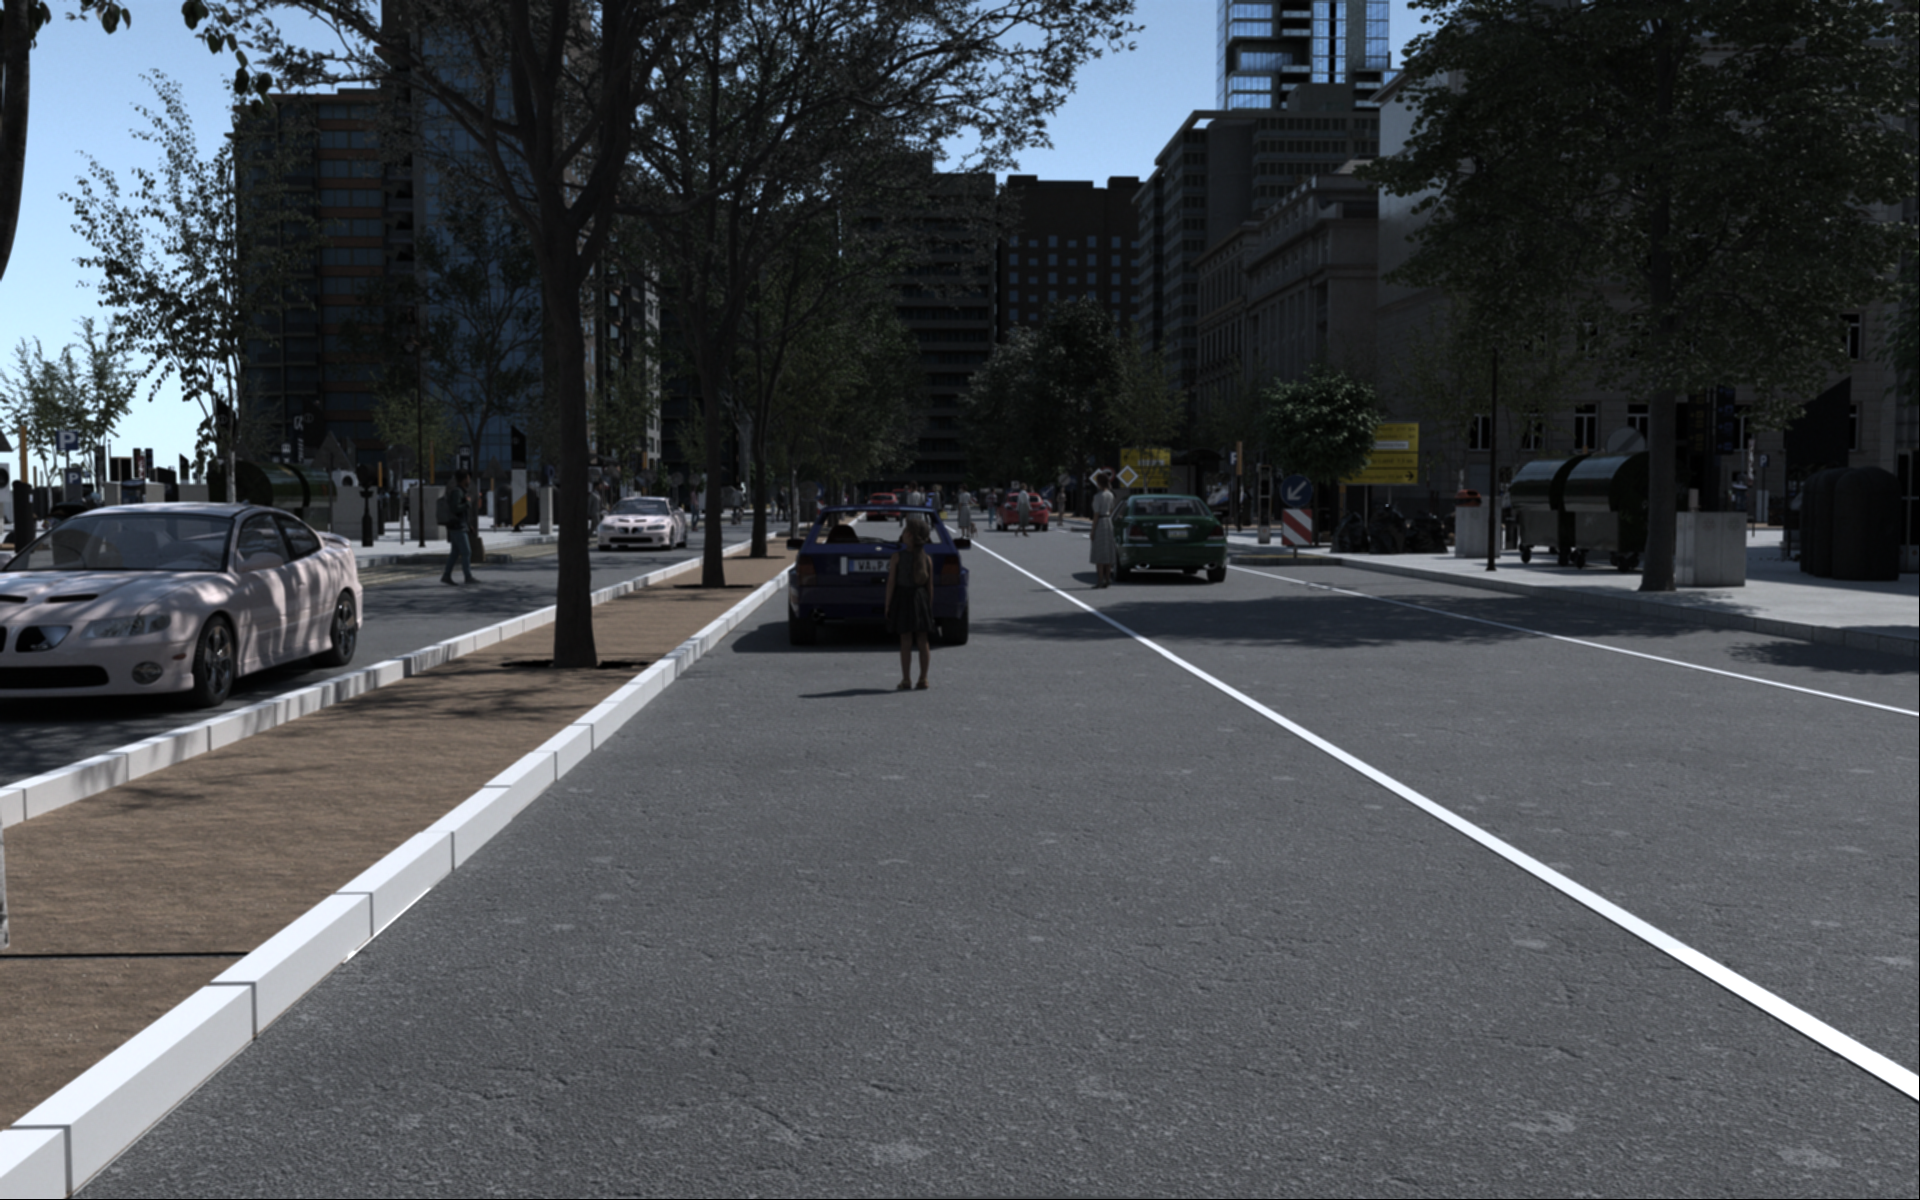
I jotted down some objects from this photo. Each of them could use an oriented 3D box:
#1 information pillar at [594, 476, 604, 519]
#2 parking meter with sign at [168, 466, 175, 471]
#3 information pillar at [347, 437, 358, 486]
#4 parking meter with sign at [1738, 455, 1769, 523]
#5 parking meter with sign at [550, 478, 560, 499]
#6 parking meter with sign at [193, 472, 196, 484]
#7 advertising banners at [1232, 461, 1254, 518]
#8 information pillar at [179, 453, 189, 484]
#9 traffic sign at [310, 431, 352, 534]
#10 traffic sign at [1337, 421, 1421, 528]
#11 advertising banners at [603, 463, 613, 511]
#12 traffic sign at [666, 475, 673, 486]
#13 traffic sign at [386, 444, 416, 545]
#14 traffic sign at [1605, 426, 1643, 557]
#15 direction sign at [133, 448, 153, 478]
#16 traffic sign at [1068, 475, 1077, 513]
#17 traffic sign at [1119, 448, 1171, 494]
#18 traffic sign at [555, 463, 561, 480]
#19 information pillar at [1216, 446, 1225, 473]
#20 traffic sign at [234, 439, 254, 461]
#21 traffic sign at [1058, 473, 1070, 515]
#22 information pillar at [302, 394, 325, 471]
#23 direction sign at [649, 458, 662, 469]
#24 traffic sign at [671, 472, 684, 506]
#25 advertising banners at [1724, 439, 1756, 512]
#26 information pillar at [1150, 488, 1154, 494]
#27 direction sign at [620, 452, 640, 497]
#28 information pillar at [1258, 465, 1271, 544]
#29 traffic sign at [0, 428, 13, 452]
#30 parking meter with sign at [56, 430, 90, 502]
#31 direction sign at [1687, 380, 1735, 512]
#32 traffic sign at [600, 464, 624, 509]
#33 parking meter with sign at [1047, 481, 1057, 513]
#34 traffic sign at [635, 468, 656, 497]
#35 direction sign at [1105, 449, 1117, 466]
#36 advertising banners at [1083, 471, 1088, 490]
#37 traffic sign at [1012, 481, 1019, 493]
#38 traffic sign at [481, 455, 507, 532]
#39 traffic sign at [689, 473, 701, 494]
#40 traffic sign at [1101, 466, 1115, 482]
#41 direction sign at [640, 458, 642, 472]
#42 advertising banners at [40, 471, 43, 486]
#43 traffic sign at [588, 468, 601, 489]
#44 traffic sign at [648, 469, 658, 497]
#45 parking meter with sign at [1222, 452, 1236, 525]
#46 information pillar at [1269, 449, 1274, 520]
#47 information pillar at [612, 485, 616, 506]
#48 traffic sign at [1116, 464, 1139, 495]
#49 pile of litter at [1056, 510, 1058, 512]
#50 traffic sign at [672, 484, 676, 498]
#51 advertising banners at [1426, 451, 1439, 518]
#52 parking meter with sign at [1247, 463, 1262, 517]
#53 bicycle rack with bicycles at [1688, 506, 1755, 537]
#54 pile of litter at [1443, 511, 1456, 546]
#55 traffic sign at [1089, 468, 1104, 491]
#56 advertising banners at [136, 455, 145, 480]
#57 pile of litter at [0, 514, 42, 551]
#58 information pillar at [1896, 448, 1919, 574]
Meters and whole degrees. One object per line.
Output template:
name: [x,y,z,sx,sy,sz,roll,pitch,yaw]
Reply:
information pillar: [-14.828,-4.077,71.152,0.304,2.012,0.304,-3,5,-45]
parking meter with sign: [-50.307,-6.887,108.864,1.738,3.016,0.543,0,4,6]
information pillar: [-24.990,-4.886,71.236,0.504,3.616,0.183,2,4,24]
parking meter with sign: [34.771,-4.908,76.512,1.738,3.016,0.543,-1,4,-12]
parking meter with sign: [-19.584,-5.382,84.263,1.738,3.016,0.543,-2,4,-30]
parking meter with sign: [-60.433,-8.712,138.701,1.738,3.016,0.543,0,4,-2]
advertising banners: [14.507,-5.813,91.232,2.074,3.025,0.090,-1,4,-13]
information pillar: [-44.167,-6.561,98.632,0.504,3.616,0.183,-1,4,-20]
traffic sign: [-12.928,-2.176,35.582,0.884,2.594,0.081,0,4,5]
traffic sign: [11.761,-3.354,48.707,2.265,3.308,0.079,0,4,6]
advertising banners: [-20.236,-6.167,97.025,0.090,3.025,2.074,1,4,21]
traffic sign: [-17.340,-6.240,103.215,0.795,2.450,0.064,0,4,0]
traffic sign: [-14.171,-2.681,43.937,0.768,2.556,0.104,0,4,1]
traffic sign: [12.431,-1.978,32.445,0.768,2.556,0.104,0,4,1]
direction sign: [-40.407,-5.734,85.744,0.876,3.537,0.379,-2,4,-27]
traffic sign: [7.538,-7.120,116.522,0.768,2.556,0.104,0,4,1]
traffic sign: [8.122,-5.020,75.949,2.265,3.308,0.079,0,4,1]
traffic sign: [-16.049,-4.286,70.179,0.768,2.556,0.104,0,4,7]
information pillar: [12.727,-5.702,84.574,0.504,3.616,0.183,-2,4,-31]
traffic sign: [-16.825,-2.481,40.560,0.884,2.594,0.081,0,4,3]
traffic sign: [6.415,-6.525,106.784,0.768,2.556,0.104,0,4,-1]
information pillar: [-15.148,-3.012,40.601,0.504,3.616,0.183,-1,4,-9]
direction sign: [-19.251,-7.192,109.588,0.876,3.537,0.379,1,4,11]
traffic sign: [-16.444,-6.151,100.679,0.768,2.556,0.104,0,4,3]
advertising banners: [24.515,-3.562,54.427,2.074,3.025,0.090,-3,5,-42]
information pillar: [12.679,-6.763,115.068,0.304,2.012,0.304,3,4,36]
direction sign: [-17.927,-6.208,93.490,0.876,3.537,0.379,-3,4,-38]
information pillar: [7.834,-2.452,44.588,0.304,2.012,0.304,0,4,4]
traffic sign: [-12.424,-1.343,21.958,0.884,2.594,0.081,0,4,6]
parking meter with sign: [-23.996,-3.090,46.779,0.543,3.016,1.738,-2,4,-32]
direction sign: [15.040,-2.615,34.751,0.876,3.537,0.379,2,4,34]
traffic sign: [-11.596,-3.305,57.686,0.795,2.450,0.064,0,4,-2]
parking meter with sign: [6.147,-7.406,117.343,0.543,3.016,1.738,-1,4,-13]
traffic sign: [-11.919,-3.793,65.665,0.795,2.450,0.064,0,4,-2]
direction sign: [7.591,-5.799,86.803,0.876,3.537,0.379,-2,4,-34]
advertising banners: [9.545,-7.733,122.622,2.074,3.025,0.090,0,4,4]
traffic sign: [4.403,-8.296,137.770,0.606,2.300,0.079,0,4,6]
traffic sign: [-15.551,-3.537,57.835,0.884,2.594,0.081,0,4,2]
traffic sign: [-16.293,-6.503,106.429,0.768,2.556,0.104,0,4,3]
traffic sign: [6.658,-4.797,78.537,0.768,2.556,0.104,0,4,6]
direction sign: [-20.447,-7.221,110.063,0.876,3.537,0.379,1,4,12]
advertising banners: [-70.089,-8.294,131.786,0.090,3.025,2.074,-3,5,-43]
traffic sign: [-17.854,-5.148,84.280,0.768,2.556,0.104,0,4,-1]
traffic sign: [-15.753,-5.381,88.085,0.768,2.556,0.104,0,4,5]
parking meter with sign: [10.987,-4.626,71.894,0.543,3.016,1.738,-1,4,-20]
information pillar: [15.157,-5.687,84.338,0.183,3.616,0.504,2,4,27]
information pillar: [-26.721,-7.894,133.551,0.304,2.012,0.304,-2,4,-30]
traffic sign: [5.635,-3.347,58.362,0.795,2.450,0.064,0,4,-2]
pile of litter: [6.440,-6.860,126.129,1.176,0.858,1.719,-2,4,-28]
traffic sign: [-20.642,-7.638,124.988,0.768,2.556,0.104,0,4,0]
advertising banners: [19.071,-4.512,69.958,0.090,3.025,2.074,0,4,2]
parking meter with sign: [16.160,-6.211,97.813,0.543,3.016,1.738,-3,5,-41]
bicycle rack with bicycles: [22.217,-2.322,51.352,2.852,0.926,2.925,3,4,37]
pile of litter: [12.087,-1.775,42.992,1.176,0.858,1.719,-1,4,-21]
traffic sign: [5.312,-3.835,66.341,0.795,2.450,0.064,0,4,-2]
advertising banners: [-37.044,-5.100,79.569,0.090,3.025,2.074,1,4,17]
pile of litter: [-21.398,-1.562,39.509,1.719,0.858,1.176,1,4,19]
information pillar: [15.347,-1.438,28.002,0.304,2.012,0.304,-1,4,-15]
